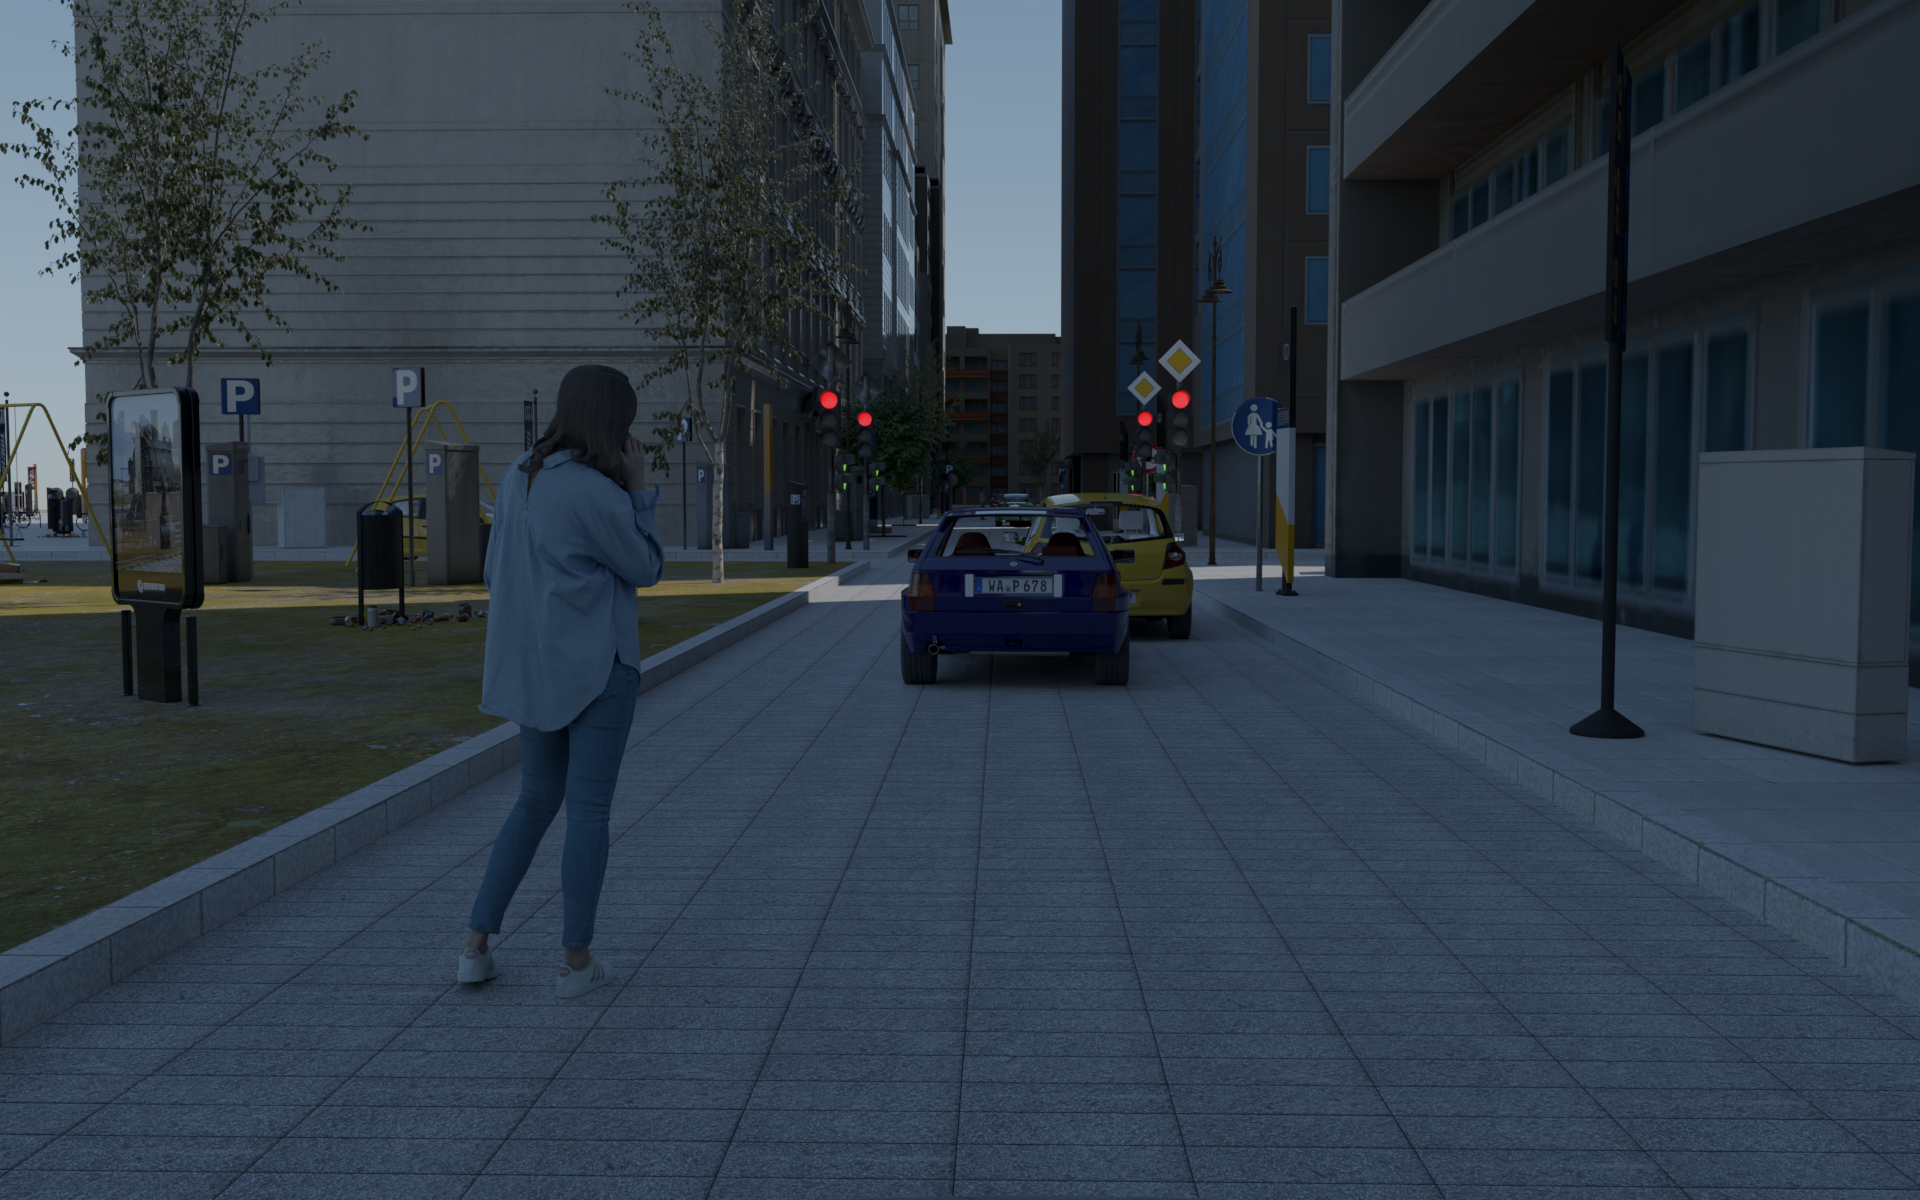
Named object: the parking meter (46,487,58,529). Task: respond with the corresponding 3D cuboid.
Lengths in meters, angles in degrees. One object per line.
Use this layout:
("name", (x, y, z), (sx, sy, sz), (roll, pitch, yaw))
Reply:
("parking meter", (-33.301, -3.374, 63.572), (0.372, 1.533, 0.369), (0, 3, 0))

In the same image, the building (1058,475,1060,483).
("building", (20.716, -45.172, 176.817), (20.563, 71.187, 20.611), (0, 4, 2))

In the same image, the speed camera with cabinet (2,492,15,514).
("speed camera with cabinet", (-62.174, -7.214, 112.286), (2.038, 3.252, 0.660), (-2, 4, -29))

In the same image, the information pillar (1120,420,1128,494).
("information pillar", (5.151, -3.864, 54.529), (0.183, 3.616, 0.504), (-1, 4, -18))

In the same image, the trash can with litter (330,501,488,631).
("trash can with litter", (-5.427, -0.387, 17.387), (1.678, 1.210, 2.233), (2, 4, 31))

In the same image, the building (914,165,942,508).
("building", (-8.885, -23.260, 152.004), (14.160, 30.474, 14.107), (0, 4, 2))

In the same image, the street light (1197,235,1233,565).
("street light", (4.564, -3.571, 31.170), (0.468, 5.910, 1.993), (0, 4, 2))

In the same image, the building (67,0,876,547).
("building", (-13.007, -17.523, 62.917), (17.030, 29.872, 44.131), (0, 4, 2))

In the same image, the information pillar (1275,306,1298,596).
("information pillar", (4.125, -1.868, 21.894), (0.183, 3.616, 0.504), (-1, 4, -9))

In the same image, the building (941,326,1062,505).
("building", (0.491, -22.552, 213.758), (28.899, 21.520, 27.650), (0, 4, 2))

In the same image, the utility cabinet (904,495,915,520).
("utility cabinet", (-2.606, -4.595, 86.295), (0.306, 1.237, 1.020), (-1, 4, -12))

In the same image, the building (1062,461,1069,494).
("building", (17.530, -47.975, 97.059), (22.319, 86.520, 31.000), (0, 4, 2))

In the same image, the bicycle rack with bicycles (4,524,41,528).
("bicycle rack with bicycles", (-35.923, -3.157, 65.007), (2.925, 0.926, 2.852), (1, 4, 20))

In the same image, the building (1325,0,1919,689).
("building", (16.110, -23.935, 15.040), (21.300, 48.544, 21.600), (0, 4, 2))

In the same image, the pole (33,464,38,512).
("pole", (-62.330, -7.520, 116.794), (0.158, 3.312, 0.155), (0, 3, 0))

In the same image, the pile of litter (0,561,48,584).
("pile of litter", (-13.927, -0.658, 24.718), (1.719, 0.858, 1.176), (-2, 4, -35))

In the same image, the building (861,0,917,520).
("building", (-8.784, -19.708, 99.721), (11.434, 29.767, 29.804), (0, 4, 2))

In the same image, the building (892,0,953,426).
("building", (-14.894, -35.776, 174.180), (27.495, 52.752, 28.713), (0, 4, 2))

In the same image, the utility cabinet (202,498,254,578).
("utility cabinet", (-11.375, -0.937, 26.478), (1.020, 1.237, 0.306), (0, 4, -4))

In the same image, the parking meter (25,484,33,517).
("parking meter", (-52.402, -5.611, 97.456), (0.399, 1.863, 0.255), (3, 4, 37))

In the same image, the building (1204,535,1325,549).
("building", (14.092, -24.183, 45.506), (14.200, 45.320, 14.600), (0, 4, 2))

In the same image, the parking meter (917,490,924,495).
("parking meter", (-2.194, -5.360, 96.042), (0.372, 1.533, 0.369), (0, 3, 0))

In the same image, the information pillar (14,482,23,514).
("information pillar", (-56.806, -6.116, 104.484), (0.304, 2.012, 0.304), (1, 4, 9))

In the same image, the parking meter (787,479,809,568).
("parking meter", (-2.814, -1.322, 30.024), (0.372, 1.533, 0.369), (0, 3, 0))

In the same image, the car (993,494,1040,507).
("car", (2.515, -4.006, 77.303), (2.131, 1.459, 4.920), (0, 4, 3))

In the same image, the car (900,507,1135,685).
("car", (0.492, -0.108, 14.348), (1.945, 1.354, 3.894), (0, 4, 3))

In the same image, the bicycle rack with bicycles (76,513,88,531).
("bicycle rack with bicycles", (-29.144, -2.868, 60.277), (2.925, 0.926, 2.852), (-2, 4, -27))

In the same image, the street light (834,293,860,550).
("street light", (-2.581, -4.107, 39.939), (0.468, 5.910, 1.993), (0, 4, 2))

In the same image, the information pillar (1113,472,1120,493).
("information pillar", (5.222, -3.206, 56.909), (0.304, 2.012, 0.304), (-1, 4, -18))

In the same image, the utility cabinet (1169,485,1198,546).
("utility cabinet", (5.330, -2.051, 42.213), (0.318, 1.500, 1.173), (3, 5, 44))

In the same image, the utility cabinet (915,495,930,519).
("utility cabinet", (-2.100, -4.849, 90.443), (1.020, 1.237, 0.306), (2, 4, 26))

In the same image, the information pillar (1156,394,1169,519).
("information pillar", (4.735, -3.007, 40.524), (0.183, 3.616, 0.504), (-1, 4, -21))

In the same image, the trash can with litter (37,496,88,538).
("trash can with litter", (-26.573, -2.470, 51.437), (2.233, 1.210, 1.678), (3, 5, 44))

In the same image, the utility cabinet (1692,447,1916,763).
("utility cabinet", (4.212, -0.001, 8.698), (0.318, 1.500, 1.173), (-1, 4, -14))

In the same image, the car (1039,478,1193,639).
("car", (1.463, -0.508, 18.535), (2.015, 1.641, 3.980), (0, 4, 1))

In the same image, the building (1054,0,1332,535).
("building", (10.984, -25.396, 65.329), (14.600, 45.320, 14.200), (0, 4, 2))

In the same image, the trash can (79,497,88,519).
("trash can", (-46.179, -4.860, 91.115), (0.748, 1.137, 0.748), (0, 3, 0))

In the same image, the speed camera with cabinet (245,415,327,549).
("speed camera with cabinet", (-15.944, -2.822, 40.477), (2.038, 3.252, 0.660), (-3, 4, -37))

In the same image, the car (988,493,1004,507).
("car", (3.442, -8.428, 146.836), (2.155, 1.783, 4.494), (0, 3, 0))

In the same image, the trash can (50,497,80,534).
("trash can", (-28.928, -2.702, 55.828), (0.748, 1.137, 0.748), (0, 3, 0))

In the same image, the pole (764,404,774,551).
("pole", (-4.343, -2.779, 39.279), (0.158, 3.312, 0.155), (0, 3, 0))

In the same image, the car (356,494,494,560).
("car", (-10.365, -1.565, 35.814), (3.980, 1.641, 2.015), (0, 4, 3))

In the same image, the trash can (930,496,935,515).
("trash can", (-1.954, -5.869, 107.609), (0.748, 1.137, 0.748), (0, 3, 0))

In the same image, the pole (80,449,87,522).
("pole", (-39.584, -5.162, 78.234), (0.158, 3.312, 0.155), (0, 3, 0))

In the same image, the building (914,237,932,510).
("building", (-16.530, -17.439, 130.170), (27.650, 21.520, 28.899), (0, 4, 2))
